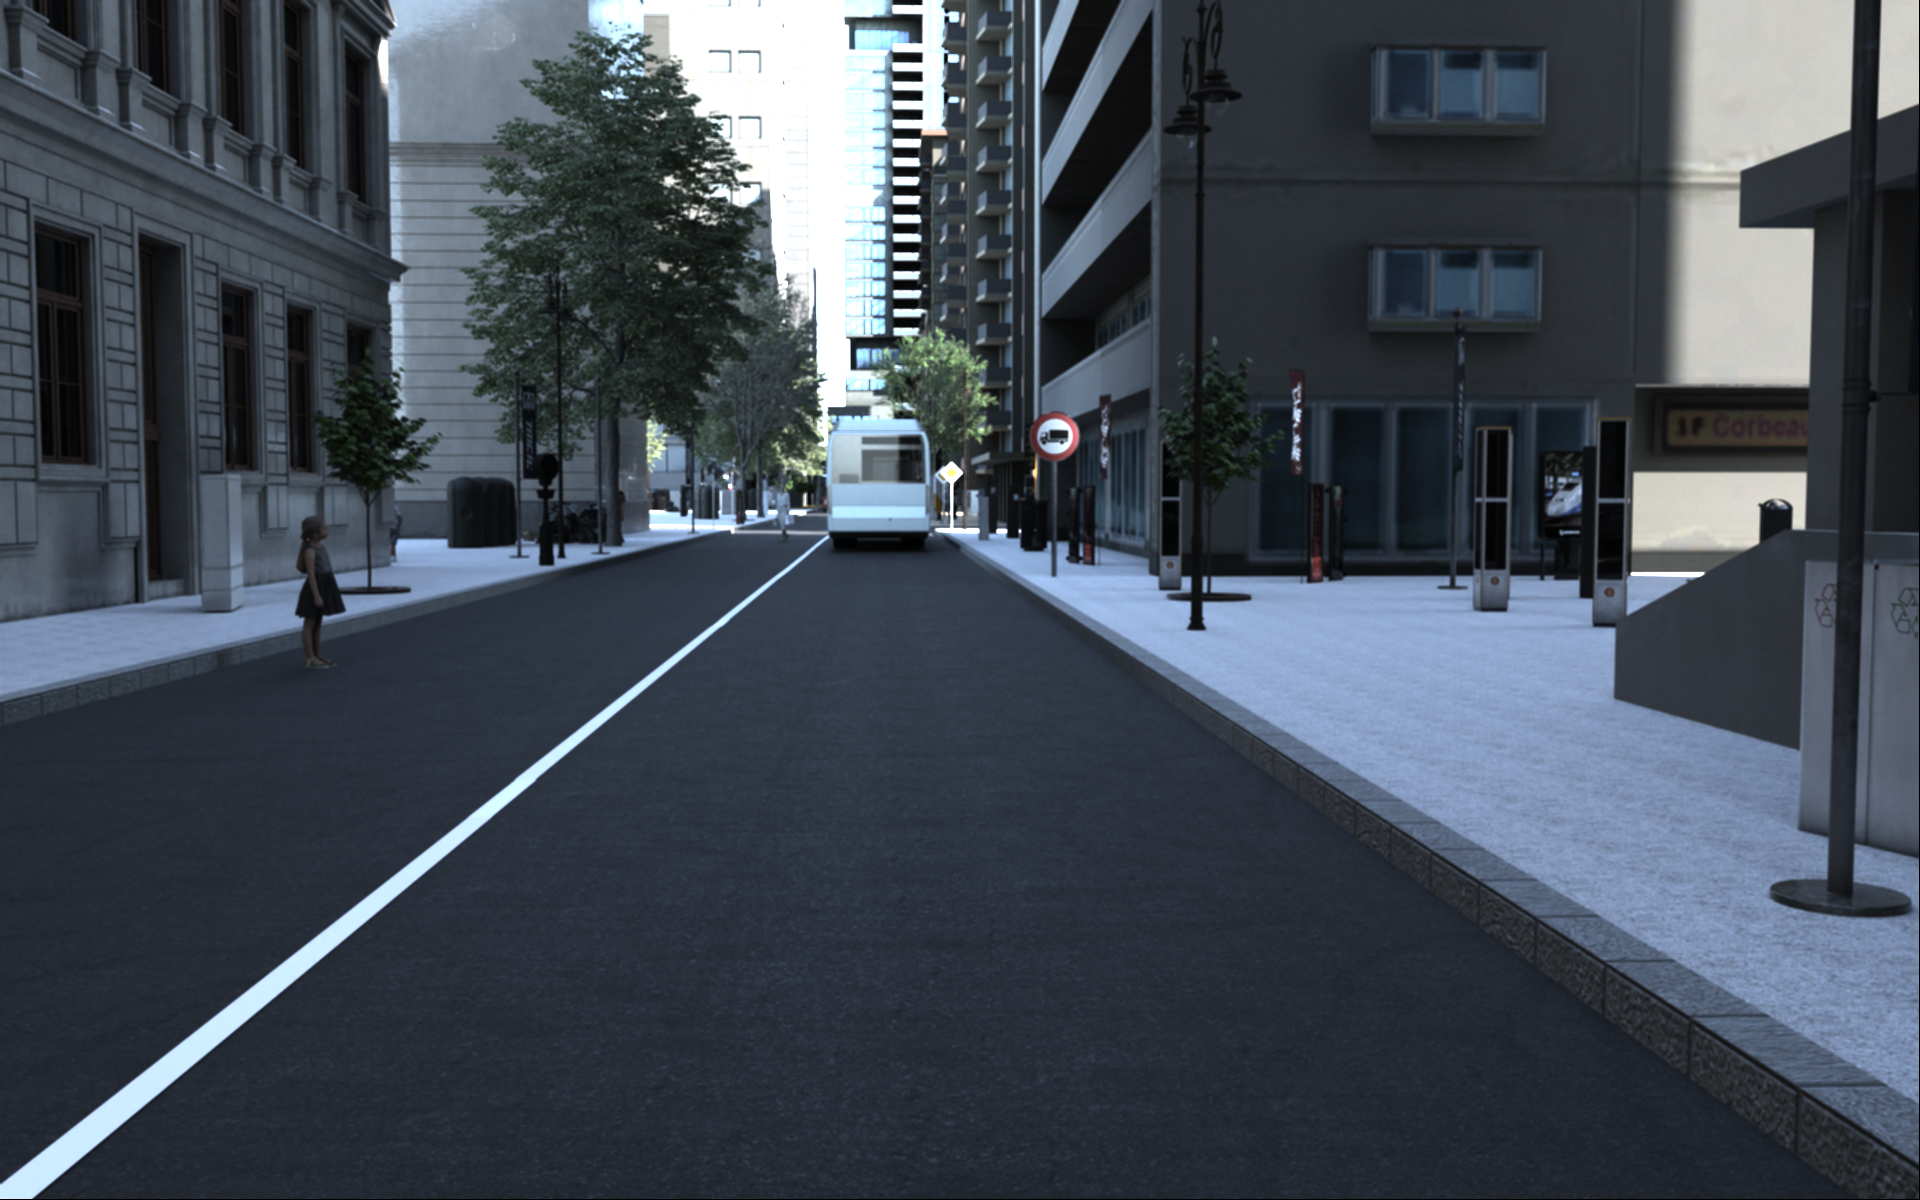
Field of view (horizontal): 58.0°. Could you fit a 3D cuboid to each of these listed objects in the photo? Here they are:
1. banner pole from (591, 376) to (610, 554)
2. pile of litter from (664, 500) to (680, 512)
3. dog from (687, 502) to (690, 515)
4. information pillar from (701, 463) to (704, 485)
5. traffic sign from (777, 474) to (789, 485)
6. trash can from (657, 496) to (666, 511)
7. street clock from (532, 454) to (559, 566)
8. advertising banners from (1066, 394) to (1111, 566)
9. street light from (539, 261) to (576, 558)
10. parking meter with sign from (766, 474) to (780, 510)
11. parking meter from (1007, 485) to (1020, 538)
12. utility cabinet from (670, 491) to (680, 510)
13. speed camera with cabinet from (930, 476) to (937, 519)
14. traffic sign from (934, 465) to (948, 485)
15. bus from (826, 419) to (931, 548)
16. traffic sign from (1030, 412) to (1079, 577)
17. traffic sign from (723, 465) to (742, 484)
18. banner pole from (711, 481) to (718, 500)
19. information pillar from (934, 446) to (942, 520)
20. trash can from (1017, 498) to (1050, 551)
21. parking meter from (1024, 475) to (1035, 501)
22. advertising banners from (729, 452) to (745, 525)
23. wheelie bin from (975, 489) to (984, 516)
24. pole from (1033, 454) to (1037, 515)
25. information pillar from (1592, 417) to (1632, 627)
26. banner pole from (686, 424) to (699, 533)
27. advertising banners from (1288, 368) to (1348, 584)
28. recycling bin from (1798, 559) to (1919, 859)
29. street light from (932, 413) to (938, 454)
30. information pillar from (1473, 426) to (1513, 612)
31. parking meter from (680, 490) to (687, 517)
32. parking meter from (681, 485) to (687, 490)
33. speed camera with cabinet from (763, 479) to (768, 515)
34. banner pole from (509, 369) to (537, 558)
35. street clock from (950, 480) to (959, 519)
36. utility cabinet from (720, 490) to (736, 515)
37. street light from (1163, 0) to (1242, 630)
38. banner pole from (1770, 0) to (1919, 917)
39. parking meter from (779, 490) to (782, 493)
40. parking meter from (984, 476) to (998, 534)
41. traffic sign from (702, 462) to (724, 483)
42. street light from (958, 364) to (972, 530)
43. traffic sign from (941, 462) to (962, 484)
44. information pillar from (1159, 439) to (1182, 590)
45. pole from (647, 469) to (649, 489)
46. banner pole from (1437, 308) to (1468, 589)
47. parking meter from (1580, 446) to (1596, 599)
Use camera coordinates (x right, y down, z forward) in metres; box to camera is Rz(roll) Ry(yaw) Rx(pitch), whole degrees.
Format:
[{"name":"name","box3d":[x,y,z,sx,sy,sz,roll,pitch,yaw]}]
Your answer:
[{"name":"banner pole","box3d":[-7.722,-2.883,37.156,0.401,3.779,0.863,-1,4,-9]},{"name":"pile of litter","box3d":[-20.434,-6.639,122.515,1.719,0.858,1.176,1,4,17]},{"name":"dog","box3d":[-16.473,-5.515,104.545,0.513,0.831,0.800,0,4,3]},{"name":"information pillar","box3d":[-19.423,-8.525,130.734,0.183,3.616,0.504,1,4,9]},{"name":"traffic sign","box3d":[-11.080,-6.608,108.151,0.768,2.556,0.104,0,4,3]},{"name":"trash can","box3d":[-22.402,-7.238,129.991,0.748,1.137,0.748,0,3,0]},{"name":"street clock","box3d":[-7.431,-1.622,31.082,0.358,2.002,0.471,2,4,28]},{"name":"advertising banners","box3d":[2.328,-2.149,31.332,0.090,3.025,2.074,-1,4,-17]},{"name":"street light","box3d":[-7.980,-3.775,34.515,0.468,5.910,1.993,0,4,-3]},{"name":"parking meter with sign","box3d":[-15.209,-9.007,143.521,1.738,3.016,0.543,0,4,8]},{"name":"parking meter","box3d":[1.544,-2.568,50.405,0.372,1.533,0.369,0,3,0]},{"name":"utility cabinet","box3d":[-23.069,-8.107,141.233,1.173,1.500,0.318,-1,4,-9]},{"name":"speed camera with cabinet","box3d":[-1.392,-5.712,87.727,0.660,3.252,2.038,0,4,-5]},{"name":"traffic sign","box3d":[-0.647,-4.178,70.506,0.795,2.593,0.064,0,4,-3]},{"name":"bus","box3d":[-2.317,-3.323,49.195,2.948,3.499,13.247,0,4,-3]},{"name":"traffic sign","box3d":[1.462,-1.635,26.843,0.768,2.556,0.104,0,4,3]},{"name":"traffic sign","box3d":[-9.233,-4.156,70.135,0.795,2.593,0.064,0,4,-3]},{"name":"banner pole","box3d":[-20.549,-9.461,144.706,0.401,3.779,0.863,3,5,42]},{"name":"information pillar","box3d":[-1.067,-5.684,84.294,0.183,3.616,0.504,3,5,39]},{"name":"trash can","box3d":[1.662,-1.673,39.010,0.748,1.137,0.748,0,3,0]},{"name":"parking meter","box3d":[2.073,-2.813,51.700,0.255,1.863,0.399,0,4,-8]},{"name":"advertising banners","box3d":[-9.310,-4.680,72.712,0.090,3.025,2.074,0,4,6]},{"name":"wheelie bin","box3d":[1.379,-5.652,100.323,0.980,1.594,0.693,1,4,12]},{"name":"pole","box3d":[2.712,-4.189,62.328,0.158,3.312,0.155,0,3,0]},{"name":"information pillar","box3d":[6.303,-0.749,16.746,0.304,2.012,0.304,2,4,23]},{"name":"banner pole","box3d":[-8.783,-4.059,56.389,0.401,3.779,0.863,1,4,12]},{"name":"advertising banners","box3d":[5.168,-1.765,25.043,0.090,3.025,2.074,2,4,35]},{"name":"recycling bin","box3d":[3.644,0.377,6.391,0.722,1.027,0.722,-1,4,-19]},{"name":"street light","box3d":[-1.445,-7.730,99.177,0.468,5.910,1.993,0,4,-3]},{"name":"information pillar","box3d":[5.828,-0.886,18.977,0.304,2.012,0.304,0,4,0]},{"name":"parking meter","box3d":[-15.681,-5.492,98.202,0.372,1.533,0.369,0,3,0]},{"name":"parking meter","box3d":[-17.718,-6.449,111.152,0.255,1.863,0.399,-3,5,-40]},{"name":"speed camera with cabinet","box3d":[-12.046,-6.822,105.872,0.660,3.252,2.038,-1,4,-9]},{"name":"banner pole","box3d":[-8.813,-2.757,35.095,0.401,3.779,0.863,1,4,23]},{"name":"street clock","box3d":[-0.285,-5.106,88.055,0.358,2.002,0.471,-3,5,-44]},{"name":"utility cabinet","box3d":[-13.976,-5.907,105.252,1.173,1.500,0.318,-2,4,-27]},{"name":"street light","box3d":[2.239,-2.656,16.207,0.468,5.910,1.993,0,4,-3]},{"name":"banner pole","box3d":[2.996,-0.937,5.330,0.863,3.779,0.401,0,4,0]},{"name":"parking meter","box3d":[-10.850,-5.954,105.762,0.372,1.533,0.369,0,3,0]},{"name":"parking meter","box3d":[1.012,-3.097,56.354,0.399,1.863,0.255,-3,4,-37]},{"name":"traffic sign","box3d":[-8.868,-3.668,62.158,0.795,2.593,0.064,0,4,-3]},{"name":"street light","box3d":[0.171,-5.445,61.814,0.468,5.910,1.993,0,4,-3]},{"name":"traffic sign","box3d":[-0.282,-3.690,62.529,0.795,2.593,0.064,0,4,-3]},{"name":"information pillar","box3d":[2.819,-1.142,23.170,0.304,2.012,0.304,0,4,8]},{"name":"pole","box3d":[-24.441,-8.671,135.620,0.158,3.312,0.155,0,3,0]},{"name":"banner pole","box3d":[6.652,-2.026,23.134,0.401,3.779,0.863,0,4,7]},{"name":"parking meter","box3d":[7.836,-0.959,21.393,0.255,1.863,0.399,2,4,31]}]
